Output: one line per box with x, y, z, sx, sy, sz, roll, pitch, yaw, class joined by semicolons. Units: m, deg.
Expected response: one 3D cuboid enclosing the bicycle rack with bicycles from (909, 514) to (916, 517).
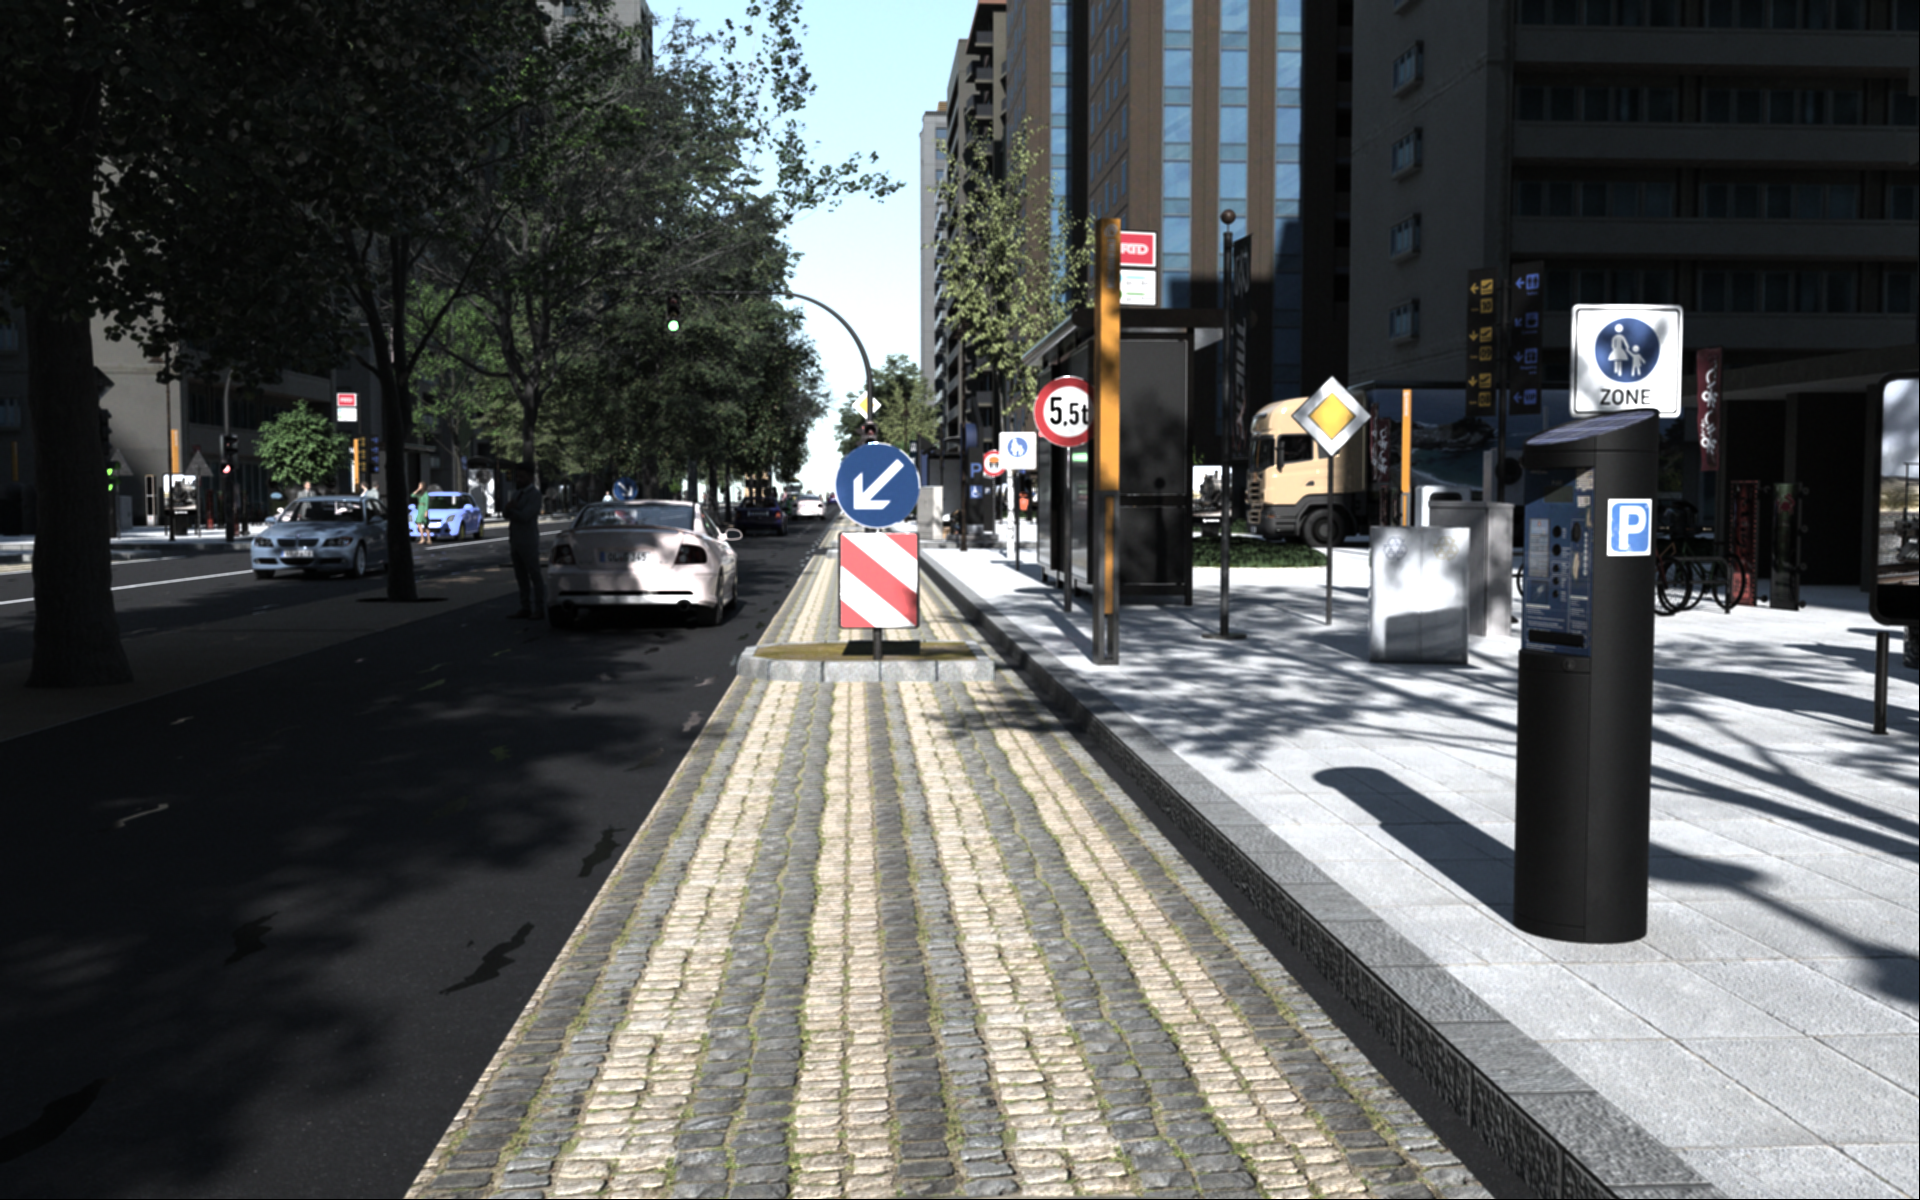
-2.743;-5.030;95.630;2.852;0.926;2.925;-1;4;-16;bicycle rack with bicycles

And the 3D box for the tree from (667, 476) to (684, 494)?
-30.314;-11.559;183.598;1.663;3.219;1.824;0;3;0;tree

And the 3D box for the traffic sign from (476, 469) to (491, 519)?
-24.148;-5.365;87.828;0.768;2.556;0.104;0;4;-2;traffic sign

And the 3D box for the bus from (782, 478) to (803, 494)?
-25.753;-16.898;267.831;2.896;3.916;12.252;0;4;-3;bus

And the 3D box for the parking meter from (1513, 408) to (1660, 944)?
1.830;0.204;5.073;0.372;1.533;0.369;0;3;0;parking meter

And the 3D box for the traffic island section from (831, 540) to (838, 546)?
-2.505;-1.523;47.178;2.009;0.180;2.903;0;4;-4;traffic island section

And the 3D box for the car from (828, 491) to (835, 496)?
-17.394;-14.364;243.526;2.281;1.827;5.304;0;4;-2;car

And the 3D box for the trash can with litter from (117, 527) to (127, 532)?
-28.846;-2.885;58.229;1.678;1.210;2.233;1;4;23;trash can with litter

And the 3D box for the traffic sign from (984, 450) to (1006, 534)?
0.985;-3.066;50.238;0.768;2.556;0.104;0;4;1;traffic sign

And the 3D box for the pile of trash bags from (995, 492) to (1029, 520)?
1.832;-4.639;85.595;3.447;1.369;1.912;1;4;17;pile of trash bags

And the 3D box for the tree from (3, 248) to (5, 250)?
-20.171;-6.763;28.710;7.486;12.596;7.792;0;3;0;tree

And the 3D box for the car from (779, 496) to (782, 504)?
-25.325;-14.626;251.720;1.945;1.354;3.894;0;4;-2;car

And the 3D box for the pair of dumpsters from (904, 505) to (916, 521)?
-2.140;-5.060;85.228;1.574;2.255;4.437;0;4;-3;pair of dumpsters

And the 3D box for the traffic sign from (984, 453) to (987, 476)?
0.574;-3.204;52.484;0.768;2.556;0.104;0;4;4;traffic sign

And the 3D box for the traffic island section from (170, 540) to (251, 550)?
-19.464;-1.459;46.137;2.009;0.180;2.903;0;4;-4;traffic island section

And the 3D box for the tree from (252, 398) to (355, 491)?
-22.412;-4.597;58.871;4.285;4.588;4.351;0;3;0;tree

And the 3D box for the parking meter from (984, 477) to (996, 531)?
1.005;-3.305;59.744;0.399;1.863;0.255;1;4;23;parking meter

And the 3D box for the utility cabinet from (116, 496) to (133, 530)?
-29.951;-3.108;61.971;0.306;1.237;1.020;0;4;-5;utility cabinet

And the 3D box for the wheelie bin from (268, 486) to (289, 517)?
-26.154;-3.581;66.451;0.693;1.594;0.980;-3;4;-36;wheelie bin

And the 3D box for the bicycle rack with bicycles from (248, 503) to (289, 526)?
-27.994;-3.486;70.385;2.852;0.926;2.925;0;4;6;bicycle rack with bicycles

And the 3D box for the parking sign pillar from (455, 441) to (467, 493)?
-25.629;-6.145;88.936;1.447;3.967;1.447;-1;4;-22;parking sign pillar

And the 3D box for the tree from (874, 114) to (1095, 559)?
1.162;-5.110;33.916;4.737;8.622;4.395;0;3;0;tree

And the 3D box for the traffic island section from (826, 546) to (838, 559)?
-2.011;-1.035;39.208;2.009;0.180;2.903;0;4;-4;traffic island section

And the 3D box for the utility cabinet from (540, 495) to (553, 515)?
-25.685;-5.868;107.101;1.020;1.237;0.306;1;4;9;utility cabinet

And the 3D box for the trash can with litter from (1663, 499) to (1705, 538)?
16.384;-1.687;38.965;1.055;1.170;0.624;-2;4;-34;trash can with litter

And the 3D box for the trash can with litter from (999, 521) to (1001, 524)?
1.336;-3.986;76.230;1.678;1.210;2.233;0;4;7;trash can with litter

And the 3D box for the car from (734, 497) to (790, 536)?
-6.939;-2.927;60.429;1.945;1.354;3.894;0;4;-4;car

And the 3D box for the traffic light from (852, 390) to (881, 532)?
-2.546;-3.556;47.061;0.839;4.253;0.868;0;4;-4;traffic light

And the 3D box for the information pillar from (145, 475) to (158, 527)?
-31.773;-3.889;68.085;0.304;2.012;0.304;0;4;1;information pillar

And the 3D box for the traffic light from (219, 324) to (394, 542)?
-17.341;-4.373;46.168;4.771;5.953;1.251;0;4;-4;traffic light

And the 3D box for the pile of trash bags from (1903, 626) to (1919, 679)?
7.903;-0.172;12.559;1.912;1.369;3.447;2;4;27;pile of trash bags

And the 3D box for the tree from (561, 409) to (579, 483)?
-27.110;-13.413;136.308;9.611;12.733;9.660;0;3;0;tree

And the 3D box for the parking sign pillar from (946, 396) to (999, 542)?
0.337;-3.594;47.239;1.447;3.967;1.447;-1;4;-9;parking sign pillar

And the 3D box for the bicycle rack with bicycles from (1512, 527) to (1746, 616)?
7.354;-0.350;19.103;2.925;0.926;2.852;-1;4;-13;bicycle rack with bicycles

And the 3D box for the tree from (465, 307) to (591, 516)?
-25.453;-11.260;102.235;7.486;12.596;7.792;0;3;0;tree

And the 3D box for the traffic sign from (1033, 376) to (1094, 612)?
1.177;-1.143;18.797;0.768;2.556;0.104;0;4;1;traffic sign

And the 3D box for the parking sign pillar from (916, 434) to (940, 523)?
-1.239;-5.433;77.304;1.447;3.967;1.447;-1;4;-17;parking sign pillar

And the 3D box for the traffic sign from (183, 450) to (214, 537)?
-22.560;-3.138;51.312;0.884;2.594;0.081;0;4;-3;traffic sign

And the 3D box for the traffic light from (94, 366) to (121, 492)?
-18.930;-3.004;38.035;0.839;4.253;0.868;0;4;-4;traffic light

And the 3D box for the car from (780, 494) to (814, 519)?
-9.526;-5.494;101.633;2.131;1.459;4.920;0;4;-3;car

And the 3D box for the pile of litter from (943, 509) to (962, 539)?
-0.346;-2.221;50.279;1.176;0.858;1.719;1;4;21;pile of litter

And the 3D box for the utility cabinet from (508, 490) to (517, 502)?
-25.748;-5.652;101.089;1.173;1.500;0.318;-3;4;-38;utility cabinet

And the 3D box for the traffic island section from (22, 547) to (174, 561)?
-18.971;-0.972;38.167;2.009;0.180;2.903;0;4;-4;traffic island section

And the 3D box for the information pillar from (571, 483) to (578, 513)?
-26.441;-6.994;118.848;0.304;2.012;0.304;1;4;17;information pillar

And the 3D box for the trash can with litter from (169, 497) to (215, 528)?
-28.542;-3.328;65.466;2.233;1.210;1.678;0;4;2;trash can with litter

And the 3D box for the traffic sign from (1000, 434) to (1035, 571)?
0.959;-1.636;28.876;0.606;2.300;0.079;0;4;6;traffic sign

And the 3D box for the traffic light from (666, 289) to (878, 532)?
-4.134;-3.924;38.822;4.771;5.953;1.251;0;4;-4;traffic light

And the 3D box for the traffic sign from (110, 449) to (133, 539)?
-24.022;-3.022;49.410;0.884;2.594;0.081;0;4;1;traffic sign

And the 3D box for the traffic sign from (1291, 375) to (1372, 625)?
3.609;-0.961;16.892;0.795;2.450;0.064;0;4;-3;traffic sign

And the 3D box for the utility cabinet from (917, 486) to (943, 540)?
-0.844;-2.403;47.975;0.318;1.500;1.173;-2;4;-23;utility cabinet

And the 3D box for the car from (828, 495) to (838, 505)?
-16.356;-12.998;225.100;1.945;1.354;3.894;0;4;-5;car

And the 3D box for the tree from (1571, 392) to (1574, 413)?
3.596;-4.623;1.340;9.928;11.665;9.643;0;3;0;tree

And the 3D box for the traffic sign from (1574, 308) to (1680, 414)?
3.601;-0.448;9.448;0.606;2.300;0.079;0;4;-3;traffic sign

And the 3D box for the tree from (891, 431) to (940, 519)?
-2.320;-6.504;90.052;4.285;4.588;4.351;0;3;0;tree

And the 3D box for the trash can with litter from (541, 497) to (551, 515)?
-25.171;-5.765;105.641;0.624;1.170;1.055;1;4;16;trash can with litter

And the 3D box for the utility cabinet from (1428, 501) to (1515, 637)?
4.723;-0.299;16.044;0.306;1.237;1.020;-1;4;-15;utility cabinet
